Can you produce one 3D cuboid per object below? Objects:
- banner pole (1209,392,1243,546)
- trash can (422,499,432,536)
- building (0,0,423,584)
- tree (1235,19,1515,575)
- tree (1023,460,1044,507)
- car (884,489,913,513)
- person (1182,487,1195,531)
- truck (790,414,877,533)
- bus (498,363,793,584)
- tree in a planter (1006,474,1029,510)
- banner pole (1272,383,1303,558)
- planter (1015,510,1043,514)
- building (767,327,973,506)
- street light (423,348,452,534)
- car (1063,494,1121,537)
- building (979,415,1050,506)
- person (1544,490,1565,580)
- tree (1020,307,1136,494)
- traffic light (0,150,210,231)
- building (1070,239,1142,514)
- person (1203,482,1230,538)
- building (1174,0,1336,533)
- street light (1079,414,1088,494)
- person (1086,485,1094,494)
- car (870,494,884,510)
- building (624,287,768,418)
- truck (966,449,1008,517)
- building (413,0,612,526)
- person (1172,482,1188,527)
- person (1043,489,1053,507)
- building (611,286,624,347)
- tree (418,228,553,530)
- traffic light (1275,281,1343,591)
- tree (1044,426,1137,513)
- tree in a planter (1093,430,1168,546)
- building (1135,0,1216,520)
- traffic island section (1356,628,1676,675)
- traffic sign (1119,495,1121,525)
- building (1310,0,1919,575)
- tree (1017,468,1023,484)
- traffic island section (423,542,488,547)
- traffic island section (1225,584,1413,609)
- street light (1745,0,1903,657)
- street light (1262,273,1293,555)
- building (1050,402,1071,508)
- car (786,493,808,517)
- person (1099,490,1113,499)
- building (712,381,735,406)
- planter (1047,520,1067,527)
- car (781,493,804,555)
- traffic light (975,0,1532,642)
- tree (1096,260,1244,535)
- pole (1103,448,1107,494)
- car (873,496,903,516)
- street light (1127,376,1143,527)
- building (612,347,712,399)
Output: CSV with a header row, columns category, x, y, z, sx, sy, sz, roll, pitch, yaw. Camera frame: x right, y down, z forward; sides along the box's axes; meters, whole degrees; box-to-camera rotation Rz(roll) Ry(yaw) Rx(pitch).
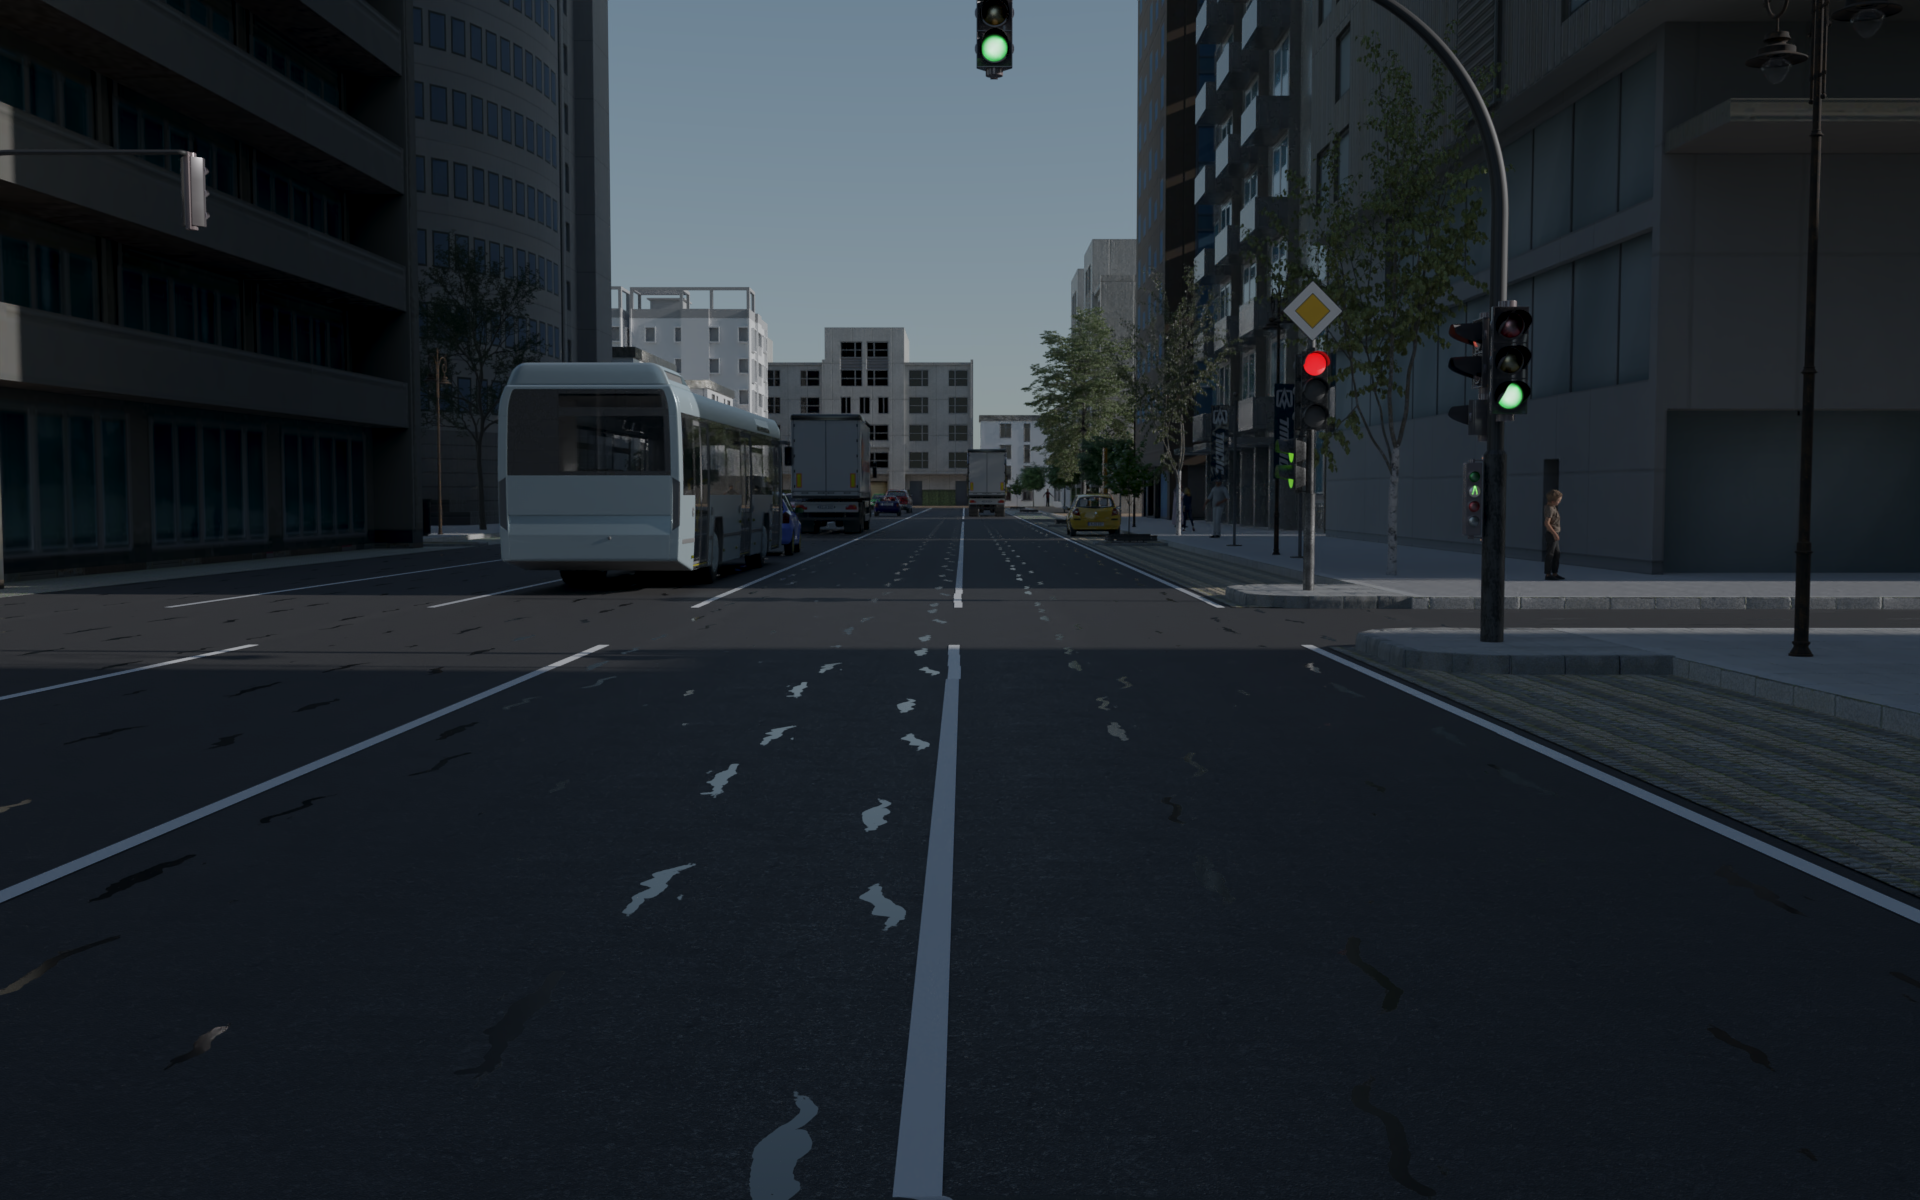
category,x,y,z,sx,sy,sz,roll,pitch,yaw
banner pole,6.565,-3.225,42.748,0.863,3.779,0.401,2,4,26
trash can,-16.459,-2.518,52.826,0.748,1.137,0.748,0,3,0
building,-24.965,-25.104,34.154,21.300,48.544,21.600,0,4,0
tree,6.755,-4.710,27.372,4.737,8.622,4.395,0,3,0
tree,7.055,-8.224,118.175,4.285,4.588,4.351,0,3,0
car,-4.696,-7.496,131.237,2.281,1.827,5.304,0,4,1
person,7.905,-3.135,59.837,0.613,1.512,0.480,3,5,41
truck,-4.763,-4.731,66.260,2.839,4.237,11.283,0,4,-1
bus,-5.095,-2.202,30.870,2.948,3.499,13.247,0,4,1
tree in a planter,5.031,-9.480,152.212,1.991,3.239,1.994,0,4,0
banner pole,6.614,-2.728,34.625,0.863,3.779,0.401,-1,4,-19
planter,4.955,-6.374,125.358,1.991,0.319,1.994,0,4,0
building,-14.312,-19.918,192.110,31.486,18.905,16.747,0,4,0
street light,-16.530,-5.023,54.919,0.468,5.910,1.993,0,4,0
car,4.550,-3.008,59.401,2.015,1.641,3.980,0,4,1
building,16.079,-15.050,188.216,28.070,9.664,9.099,0,4,0
person,8.866,-0.969,25.801,0.340,1.345,0.435,1,4,14
tree,7.564,-11.406,104.623,7.486,12.596,7.792,0,3,0
traffic light,-12.445,-2.958,23.030,4.771,5.953,1.251,0,4,0
building,17.553,-16.040,128.705,16.747,18.905,31.486,0,4,0
person,7.443,-2.707,50.453,0.789,1.805,0.875,-3,5,-41
building,21.425,-27.411,67.777,23.786,49.044,30.456,0,4,0
street light,6.937,-7.643,97.751,0.468,5.910,1.993,0,4,0
person,8.330,-6.557,112.874,1.348,1.869,0.705,0,4,6
car,-7.369,-9.254,160.093,1.959,1.807,4.718,0,4,1
building,-24.402,-18.859,164.757,11.380,20.091,16.016,0,4,0
truck,1.765,-7.608,113.304,2.839,4.237,11.283,0,4,1
building,-29.723,-32.929,80.381,21.231,58.520,28.212,0,4,0
person,8.423,-3.653,66.443,0.621,1.740,0.551,2,4,25
person,8.867,-10.308,174.533,1.348,1.831,0.705,-2,4,-32
building,-35.881,-18.821,164.141,11.380,20.091,16.016,0,4,0
tree,-17.463,-7.796,61.884,7.601,10.594,8.767,-3,4,-38
traffic light,4.624,-2.082,22.962,0.839,4.253,0.868,0,4,0
tree,7.102,-6.137,84.054,4.285,4.588,4.351,0,3,0
tree in a planter,4.744,-3.133,48.454,1.991,3.239,1.994,0,4,0
building,16.852,-26.925,90.332,14.600,45.320,14.200,0,4,0
traffic island section,4.641,0.440,15.091,2.009,0.180,2.903,0,4,0
traffic sign,6.731,-4.440,72.692,0.768,2.556,0.104,0,4,3
building,23.283,-27.383,36.959,27.495,52.752,28.713,0,4,0
tree,7.321,-11.420,170.422,4.285,4.588,4.351,0,3,0
traffic island section,-14.177,-1.531,47.899,1.991,0.108,1.994,0,4,0
traffic island section,4.664,-0.049,23.076,2.009,0.180,2.903,0,4,0
street light,6.656,-2.492,13.532,0.468,5.910,1.993,0,4,0
street light,6.674,-3.889,36.374,0.468,5.910,1.993,0,4,0
building,13.729,-13.246,158.720,9.099,9.664,28.070,0,4,0
car,-8.527,-4.988,90.590,2.155,1.783,4.494,0,4,0
person,8.745,-6.073,105.338,1.348,1.824,0.705,2,4,30
building,-22.912,-12.182,141.326,9.099,9.664,28.070,0,4,0
planter,4.819,-3.341,75.771,1.991,0.319,1.994,0,4,0
car,-4.749,-1.963,41.683,1.945,1.707,3.694,0,4,-2
traffic light,2.509,-2.457,14.841,4.771,5.953,1.251,0,4,0
tree,6.602,-6.340,54.026,4.360,8.622,3.978,0,3,0
pole,6.402,-5.059,76.566,0.158,3.312,0.155,0,3,0
car,-4.694,-6.113,112.531,1.945,1.354,3.894,0,4,-1
street light,6.759,-5.766,67.063,0.468,5.910,1.993,0,4,0
building,-22.968,-10.433,112.725,9.099,9.664,28.070,0,4,0
